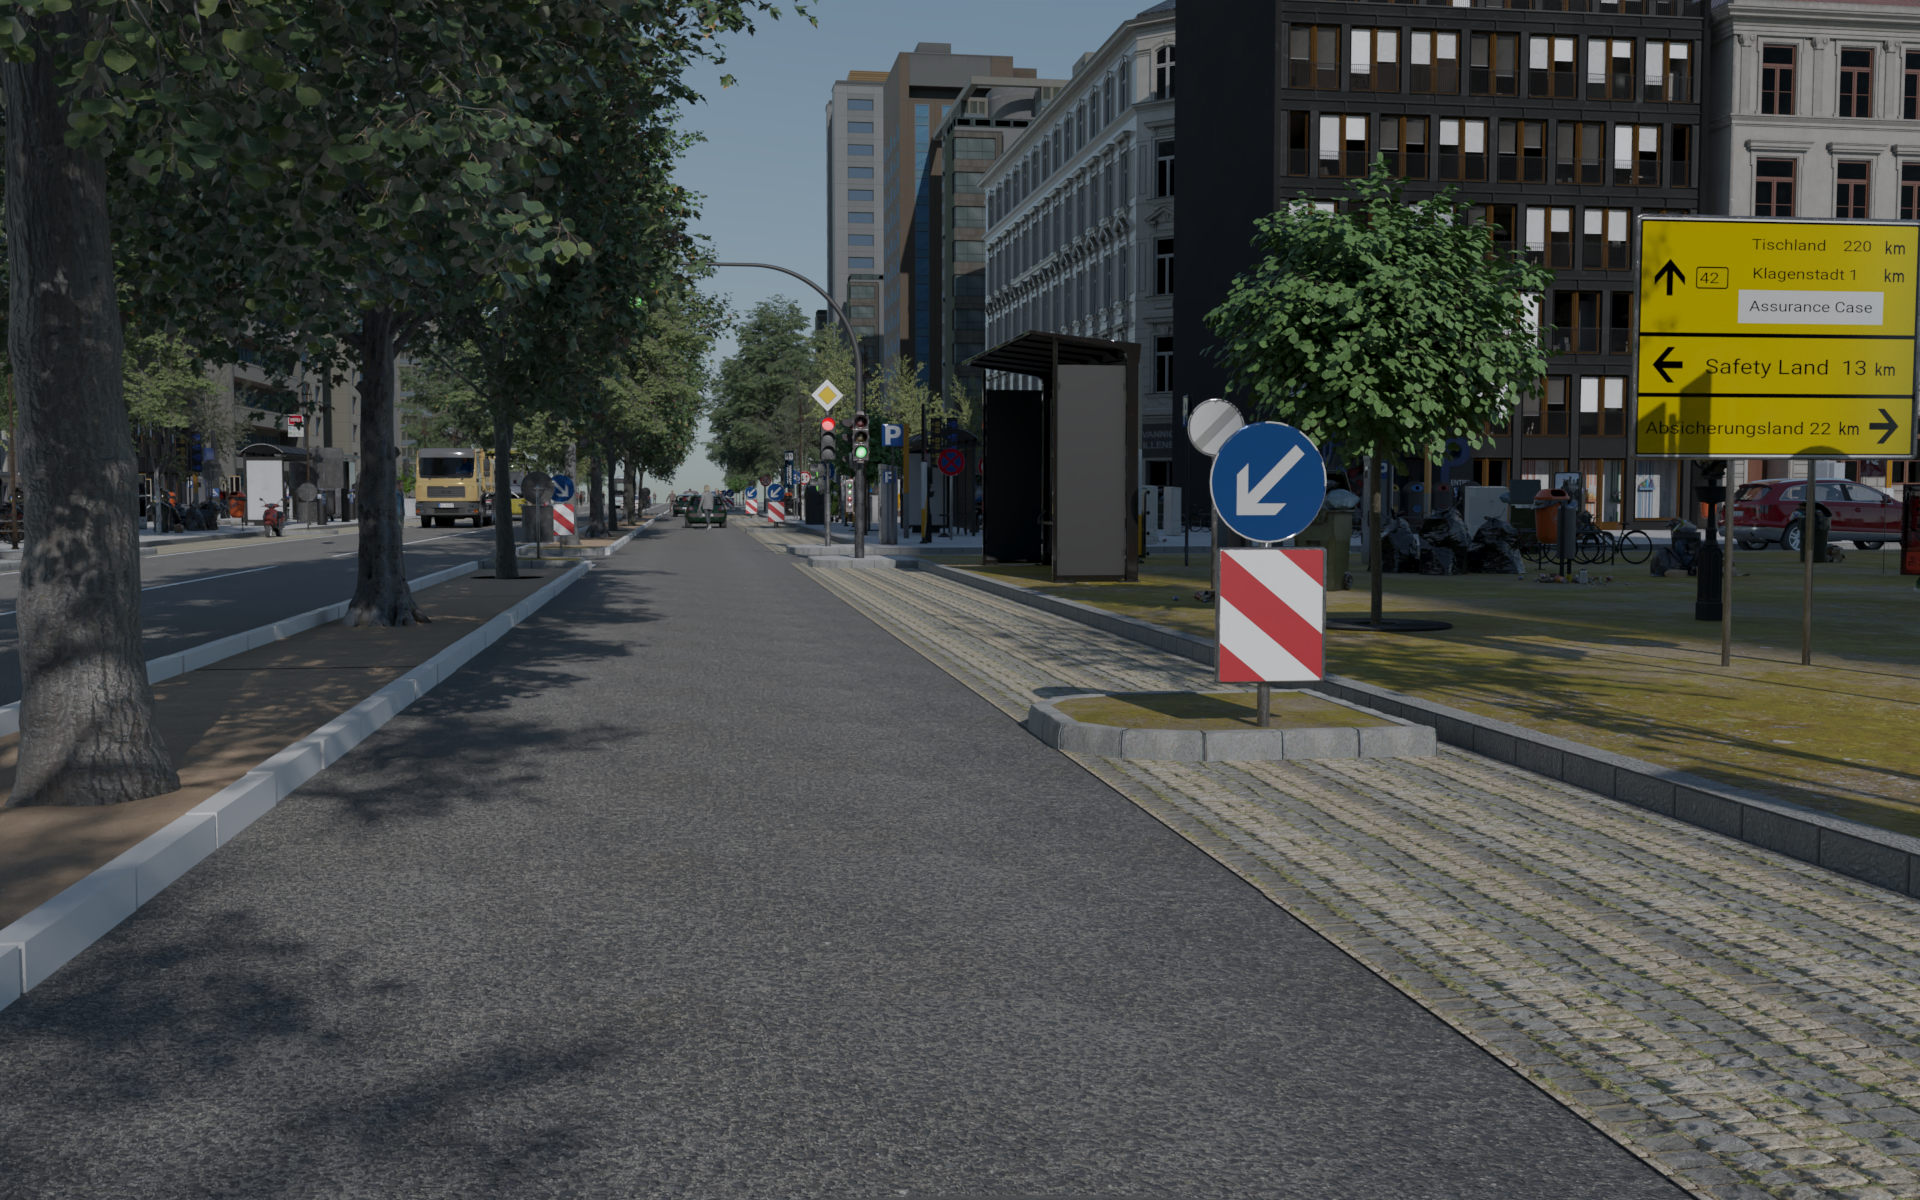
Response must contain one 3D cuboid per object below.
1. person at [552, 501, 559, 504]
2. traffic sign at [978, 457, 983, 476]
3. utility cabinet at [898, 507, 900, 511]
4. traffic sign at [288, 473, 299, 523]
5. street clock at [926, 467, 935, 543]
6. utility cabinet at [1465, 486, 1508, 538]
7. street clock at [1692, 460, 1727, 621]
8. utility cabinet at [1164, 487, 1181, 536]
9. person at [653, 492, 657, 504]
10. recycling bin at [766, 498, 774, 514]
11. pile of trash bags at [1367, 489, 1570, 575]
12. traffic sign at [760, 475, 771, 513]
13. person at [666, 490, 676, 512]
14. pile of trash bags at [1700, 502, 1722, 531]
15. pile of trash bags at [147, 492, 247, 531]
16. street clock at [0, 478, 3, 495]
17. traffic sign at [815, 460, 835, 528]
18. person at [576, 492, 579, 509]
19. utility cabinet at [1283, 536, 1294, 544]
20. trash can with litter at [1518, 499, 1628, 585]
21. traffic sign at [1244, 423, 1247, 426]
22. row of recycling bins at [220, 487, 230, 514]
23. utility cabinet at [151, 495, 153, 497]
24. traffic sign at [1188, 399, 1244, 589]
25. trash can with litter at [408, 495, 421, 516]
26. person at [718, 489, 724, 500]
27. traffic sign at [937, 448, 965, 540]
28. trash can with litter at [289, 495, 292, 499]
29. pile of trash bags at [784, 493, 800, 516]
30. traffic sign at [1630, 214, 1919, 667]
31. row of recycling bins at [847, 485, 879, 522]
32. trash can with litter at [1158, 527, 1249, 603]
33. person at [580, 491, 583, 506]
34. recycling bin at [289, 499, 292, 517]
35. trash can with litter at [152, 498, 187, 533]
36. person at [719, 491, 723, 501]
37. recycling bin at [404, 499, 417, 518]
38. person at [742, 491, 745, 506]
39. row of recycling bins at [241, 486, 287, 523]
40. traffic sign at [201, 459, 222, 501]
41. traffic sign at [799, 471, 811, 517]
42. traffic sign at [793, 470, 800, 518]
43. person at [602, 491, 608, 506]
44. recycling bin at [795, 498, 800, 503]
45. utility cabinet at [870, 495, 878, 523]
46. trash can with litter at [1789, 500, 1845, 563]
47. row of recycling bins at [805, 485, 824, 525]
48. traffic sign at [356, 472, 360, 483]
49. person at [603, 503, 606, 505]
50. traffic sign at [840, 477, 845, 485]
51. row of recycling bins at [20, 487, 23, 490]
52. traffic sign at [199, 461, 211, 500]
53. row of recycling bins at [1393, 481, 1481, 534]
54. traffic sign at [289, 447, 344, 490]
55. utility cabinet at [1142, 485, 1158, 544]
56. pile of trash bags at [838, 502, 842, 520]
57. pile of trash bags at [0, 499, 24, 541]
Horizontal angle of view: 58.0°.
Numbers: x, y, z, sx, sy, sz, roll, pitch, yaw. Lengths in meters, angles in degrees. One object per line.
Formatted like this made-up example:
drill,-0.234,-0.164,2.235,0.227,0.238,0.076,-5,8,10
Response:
person,-34.971,-8.504,150.767,0.991,1.433,0.599,-1,4,-13
traffic sign,0.965,-3.433,56.236,0.768,2.556,0.104,0,4,1
utility cabinet,-4.387,-6.217,110.326,1.173,1.500,0.318,1,4,13
traffic sign,-29.679,-4.737,77.552,0.768,2.556,0.104,0,4,-1
street clock,-0.832,-2.512,45.646,0.358,2.002,0.471,0,4,-1
utility cabinet,15.163,-2.520,49.889,1.173,1.500,0.318,-1,4,-8
street clock,7.603,-0.792,17.525,0.358,2.002,0.471,-1,4,-11
utility cabinet,6.542,-2.726,53.246,0.318,1.500,1.173,0,4,-5
person,-43.658,-14.601,247.759,0.617,1.759,0.750,-1,4,-21
recycling bin,-12.308,-6.215,114.168,0.722,1.027,0.722,-3,5,-44
pile of trash bags,8.563,-1.147,28.504,3.447,1.369,1.912,-1,4,-21
traffic sign,-13.192,-7.186,117.597,0.768,2.556,0.104,0,4,-7
person,-22.605,-7.761,135.940,0.990,1.755,0.434,-1,4,-15
pile of trash bags,26.490,-3.003,58.844,3.447,1.369,1.912,-2,4,-24
pile of trash bags,-26.522,-3.116,60.699,3.447,1.369,1.912,1,4,14
street clock,-39.316,-4.044,70.688,0.471,2.002,0.358,-2,4,-26
traffic sign,-5.104,-4.001,65.514,0.768,2.556,0.104,0,4,-6
person,-36.875,-9.561,166.284,0.415,1.643,0.593,3,5,42
utility cabinet,8.240,-2.164,44.068,1.173,1.500,0.318,-3,5,-44
trash can with litter,9.121,-0.884,25.512,1.678,1.210,2.233,2,4,31
traffic sign,4.755,-1.836,30.125,0.768,2.556,0.104,0,4,-7
row of recycling bins,-41.169,-5.488,96.840,3.534,1.692,1.069,-2,4,-35
utility cabinet,-39.376,-4.489,84.555,0.306,1.237,1.020,-3,4,-39
traffic sign,3.424,-1.418,23.285,0.768,2.556,0.104,0,4,-4
trash can with litter,-32.179,-5.467,100.446,2.233,1.210,1.678,-2,4,-33
person,-22.293,-9.249,159.359,1.348,1.869,0.705,-3,5,-40
traffic sign,-0.244,-2.937,48.127,0.768,2.556,0.104,0,4,-2
trash can with litter,-40.984,-5.864,106.925,1.678,1.210,2.233,1,4,16
pile of trash bags,-9.583,-5.682,102.654,1.912,1.369,3.447,-2,4,-32
traffic sign,6.017,-1.159,12.821,2.265,3.308,0.079,0,4,-7
row of recycling bins,-4.232,-4.513,80.898,1.069,1.692,3.534,2,4,28
trash can with litter,3.385,-0.602,20.896,1.678,1.210,2.233,0,4,-2
person,-46.041,-12.366,210.643,0.705,1.831,1.348,-2,4,-25
recycling bin,-37.788,-5.189,97.390,0.722,1.027,0.722,2,4,24
trash can with litter,-26.004,-2.788,56.964,1.055,1.170,0.624,-1,4,-20
person,-19.813,-8.207,143.600,0.530,1.710,0.541,1,4,18
recycling bin,-30.329,-5.051,95.130,0.722,1.027,0.722,-3,4,-38
person,-24.512,-11.450,195.726,0.705,1.822,1.348,0,4,-6
row of recycling bins,-31.752,-4.400,79.046,1.069,1.692,3.534,0,4,4
traffic sign,-27.417,-3.875,63.468,0.768,2.556,0.104,0,4,-7
traffic sign,-8.628,-5.878,96.206,0.768,2.556,0.104,0,4,-2
traffic sign,-8.790,-5.611,91.840,0.768,2.556,0.104,0,4,-8
person,-43.344,-12.364,210.670,0.705,1.822,1.348,2,4,34
recycling bin,-10.672,-6.220,114.259,0.722,1.027,0.722,-2,4,-29
utility cabinet,-3.964,-4.100,78.199,0.306,1.237,1.020,-1,4,-18
trash can with litter,16.168,-1.298,32.615,1.055,1.170,0.624,-2,4,-34
row of recycling bins,-6.116,-4.084,73.887,1.069,1.692,3.534,0,4,-5
traffic sign,-33.741,-5.982,97.919,0.768,2.556,0.104,0,4,-4
person,-47.609,-13.639,231.513,0.705,1.822,1.348,2,4,35
traffic sign,-6.737,-6.348,103.797,0.884,2.594,0.081,0,4,-5
row of recycling bins,-41.334,-4.321,77.759,1.069,1.692,3.534,-1,4,-11
traffic sign,-28.037,-3.950,64.685,0.768,2.556,0.104,0,4,0
row of recycling bins,15.072,-2.980,55.843,3.534,1.692,1.069,0,4,1
traffic sign,-28.146,-5.007,75.733,2.265,3.308,0.079,-1,4,-8
utility cabinet,4.475,-2.158,43.970,1.173,1.500,0.318,-2,4,-32
pile of trash bags,-4.994,-4.653,85.834,1.912,1.369,3.447,-1,4,-11
pile of trash bags,-25.999,-2.391,48.844,1.912,1.369,3.447,2,4,32
